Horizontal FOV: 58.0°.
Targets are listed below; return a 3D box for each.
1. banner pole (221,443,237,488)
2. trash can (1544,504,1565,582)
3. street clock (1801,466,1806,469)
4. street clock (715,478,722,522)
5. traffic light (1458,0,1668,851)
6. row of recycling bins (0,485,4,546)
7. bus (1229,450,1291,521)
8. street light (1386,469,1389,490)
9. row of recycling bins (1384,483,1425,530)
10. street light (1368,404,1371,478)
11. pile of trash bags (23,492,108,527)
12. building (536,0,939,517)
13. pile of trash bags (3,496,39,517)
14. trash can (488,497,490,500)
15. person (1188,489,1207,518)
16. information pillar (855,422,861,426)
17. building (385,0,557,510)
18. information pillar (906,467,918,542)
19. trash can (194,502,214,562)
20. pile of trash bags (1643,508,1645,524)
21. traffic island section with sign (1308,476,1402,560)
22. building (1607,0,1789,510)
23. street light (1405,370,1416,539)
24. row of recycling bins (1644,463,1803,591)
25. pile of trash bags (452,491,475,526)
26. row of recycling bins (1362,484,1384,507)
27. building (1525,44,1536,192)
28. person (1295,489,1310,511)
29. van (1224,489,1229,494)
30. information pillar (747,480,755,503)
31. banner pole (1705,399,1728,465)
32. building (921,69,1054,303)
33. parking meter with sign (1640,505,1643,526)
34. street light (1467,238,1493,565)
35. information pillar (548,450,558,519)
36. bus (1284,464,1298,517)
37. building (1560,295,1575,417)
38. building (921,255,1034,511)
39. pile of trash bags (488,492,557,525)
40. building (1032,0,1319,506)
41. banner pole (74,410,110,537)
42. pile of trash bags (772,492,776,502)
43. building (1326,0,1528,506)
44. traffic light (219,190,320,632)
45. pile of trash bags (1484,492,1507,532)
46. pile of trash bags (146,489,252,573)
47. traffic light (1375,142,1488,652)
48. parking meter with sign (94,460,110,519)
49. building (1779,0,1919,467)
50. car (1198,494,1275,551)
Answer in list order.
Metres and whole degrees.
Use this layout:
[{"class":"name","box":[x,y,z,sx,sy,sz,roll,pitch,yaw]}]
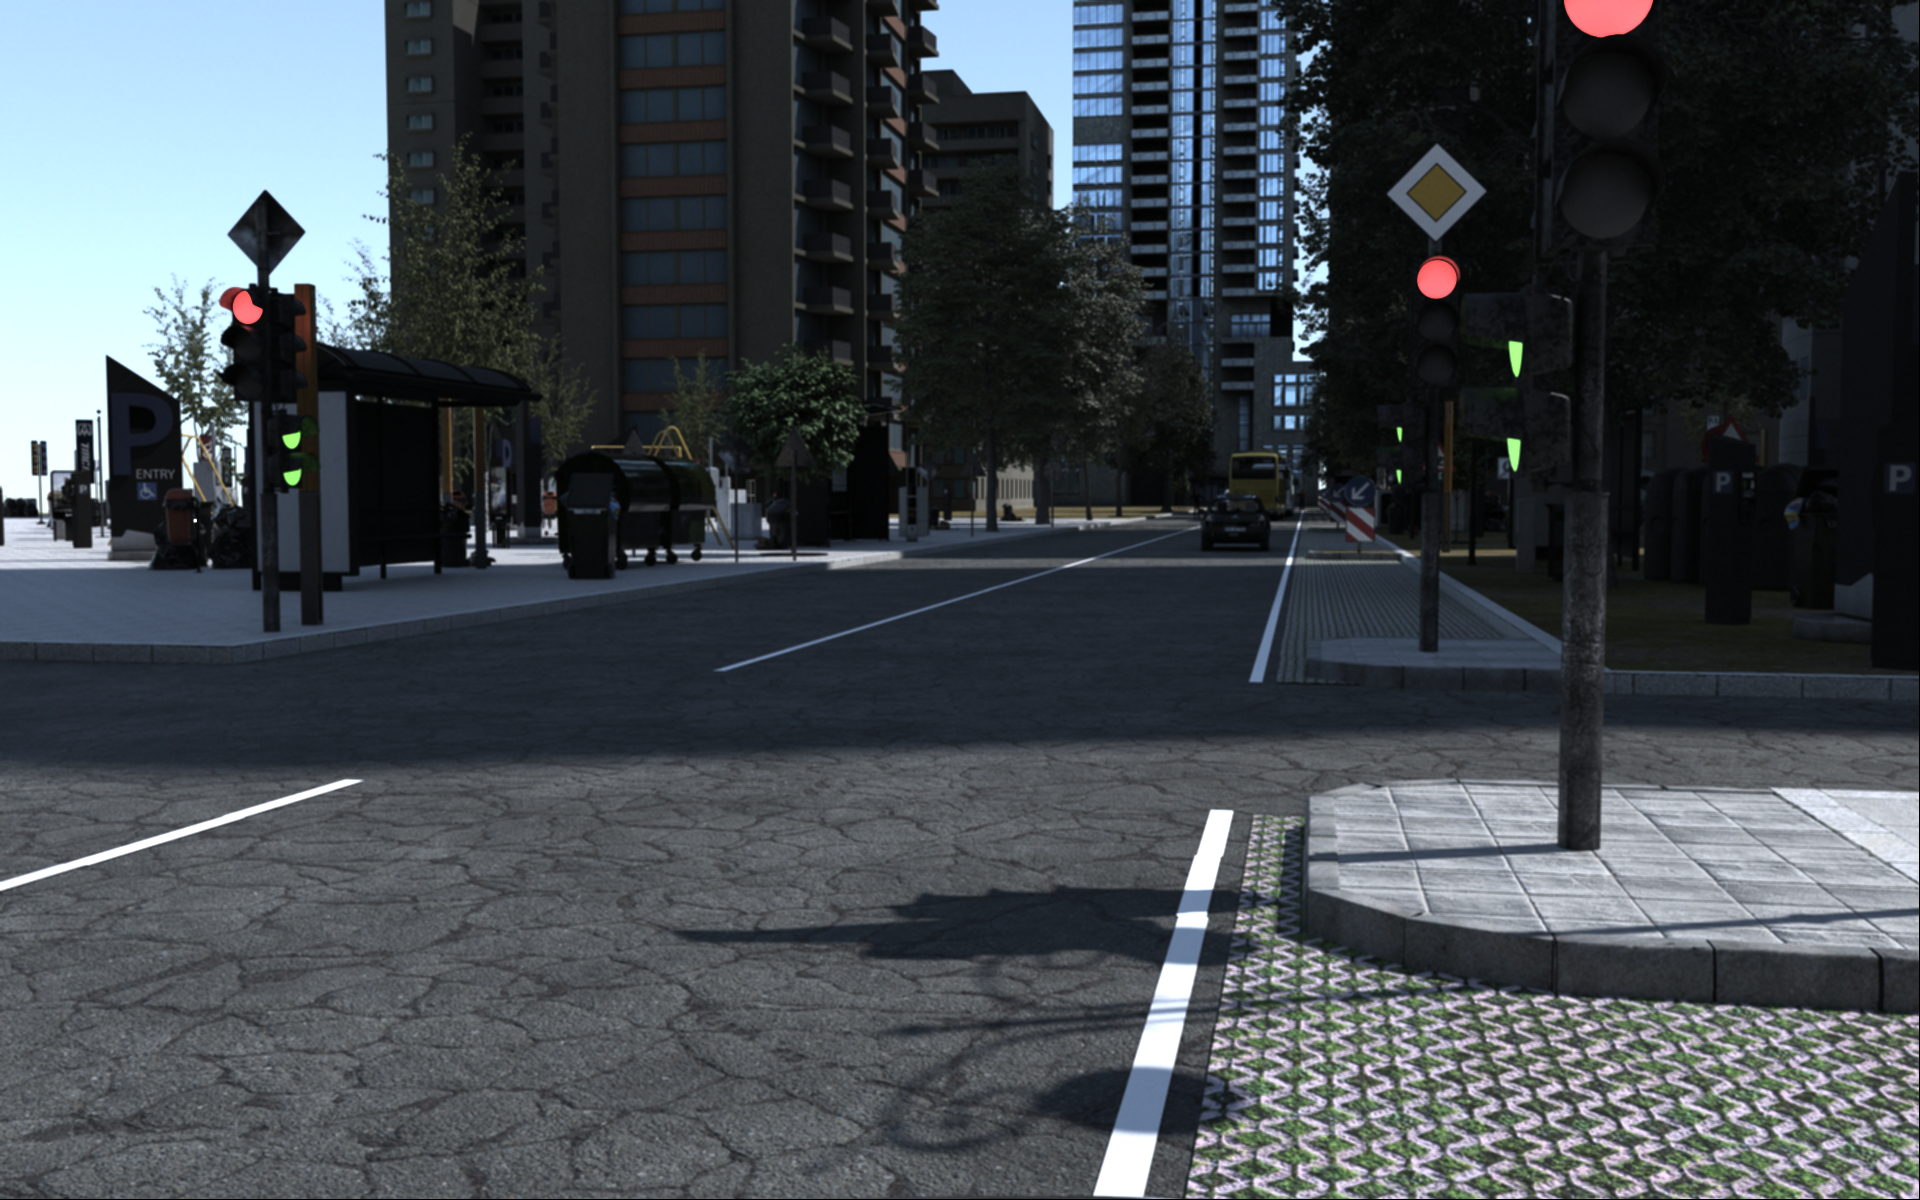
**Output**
[{"class":"banner pole","box":[-34.664,-5.646,82.330,0.863,3.779,0.401,-1,4,-11]},{"class":"trash can","box":[8.926,-0.837,25.332,0.748,1.137,0.748,0,3,0]},{"class":"street clock","box":[21.975,-2.478,45.078,0.358,2.002,0.471,2,4,32]},{"class":"street clock","box":[-11.051,-4.550,78.959,0.358,2.002,0.471,-2,4,-33]},{"class":"traffic light","box":[2.233,-1.056,6.187,0.839,4.253,0.868,1,4,11]},{"class":"row of recycling bins","box":[-24.795,-2.247,43.849,1.069,1.692,3.534,-2,4,-29]},{"class":"bus","box":[16.645,-6.393,96.073,2.896,3.916,12.252,1,4,13]},{"class":"street light","box":[16.842,-5.837,68.229,0.468,5.910,1.993,1,4,11]},{"class":"row of recycling bins","box":[16.781,-3.451,63.545,1.069,1.692,3.534,2,4,33]},{"class":"street light","box":[20.525,-6.975,86.837,0.468,5.910,1.993,1,4,11]},{"class":"pile of trash bags","box":[-34.400,-3.501,66.989,1.912,1.369,3.447,0,4,-7]},{"class":"building","box":[-13.645,-27.752,108.366,22.147,44.769,28.867,1,4,11]},{"class":"pile of trash bags","box":[-52.989,-5.259,95.739,1.912,1.369,3.447,3,5,43]},{"class":"trash can","box":[-21.544,-4.139,79.327,0.748,1.137,0.748,0,3,0]},{"class":"person","box":[14.001,-5.678,102.164,1.217,1.723,0.721,-1,4,-15]},{"class":"information pillar","box":[-3.009,-3.547,49.353,0.504,3.616,0.183,-1,4,-14]},{"class":"building","box":[-34.578,-32.209,150.314,21.600,48.544,21.300,1,4,11]},{"class":"information pillar","box":[-1.295,-2.583,46.719,0.304,2.012,0.304,0,4,-3]},{"class":"trash can","box":[-14.443,-1.285,32.664,0.748,1.137,0.748,0,3,0]},{"class":"pile of trash bags","box":[29.698,-3.960,74.499,3.447,1.369,1.912,1,4,15]},{"class":"traffic island section with sign","box":[8.703,-1.811,38.239,1.989,1.847,2.006,1,4,11]},{"class":"building","box":[46.747,-25.985,108.454,14.154,41.232,14.086,1,4,11]},{"class":"street light","box":[13.024,-4.704,49.700,0.468,5.910,1.993,1,4,11]},{"class":"row of recycling bins","box":[10.809,-1.064,24.506,1.069,1.692,3.534,0,4,-6]},{"class":"pile of trash bags","box":[-14.096,-2.053,43.324,3.447,1.369,1.912,-2,4,-24]},{"class":"row of recycling bins","box":[18.687,-3.971,72.036,3.534,1.692,1.069,2,4,30]},{"class":"building","box":[76.103,-36.733,189.828,27.495,52.752,28.713,1,4,11]},{"class":"person","box":[29.543,-8.634,149.628,1.348,1.831,0.705,1,4,10]},{"class":"van","box":[23.657,-8.774,150.463,2.013,2.044,4.112,1,4,10]},{"class":"information pillar","box":[-10.912,-5.254,90.397,0.304,2.012,0.304,3,4,36]},{"class":"banner pole","box":[20.123,-3.428,46.066,0.401,3.779,0.863,-1,4,-23]},{"class":"building","box":[-1.019,-35.368,201.963,21.600,48.544,21.300,1,4,11]},{"class":"parking meter with sign","box":[26.631,-4.498,69.806,1.738,3.016,0.543,3,5,42]},{"class":"street light","box":[9.248,-3.568,31.120,0.468,5.910,1.993,1,4,11]},{"class":"information pillar","box":[-20.668,-5.910,87.983,0.504,3.616,0.183,0,4,2]},{"class":"bus","box":[20.284,-7.163,111.967,2.948,3.499,13.247,1,4,12]},{"class":"building","box":[55.060,-28.990,128.605,22.147,44.769,28.867,1,4,11]},{"class":"building","box":[-10.293,-18.275,143.837,28.899,21.520,27.650,1,4,11]},{"class":"pile of trash bags","box":[-18.147,-3.719,70.564,3.447,1.369,1.912,-2,4,-26]},{"class":"building","box":[25.070,-53.976,195.171,31.000,86.520,22.319,1,4,11]},{"class":"banner pole","box":[-25.694,-3.746,51.266,0.863,3.779,0.401,-2,4,-25]},{"class":"pile of trash bags","box":[-5.250,-3.312,63.910,3.447,1.369,1.912,1,4,9]},{"class":"building","box":[51.034,-45.965,189.786,20.611,71.187,20.563,1,4,11]},{"class":"traffic light","box":[-6.407,-1.659,16.043,0.839,4.253,0.868,1,4,11]},{"class":"pile of trash bags","box":[18.800,-3.043,59.501,1.912,1.369,3.447,0,4,-7]},{"class":"pile of trash bags","box":[-12.977,-1.218,29.667,1.912,1.369,3.447,-1,4,-11]},{"class":"traffic light","box":[3.805,-1.535,14.017,0.839,4.253,0.868,1,4,11]},{"class":"parking meter with sign","box":[-43.497,-5.671,88.989,1.738,3.016,0.543,0,4,-6]},{"class":"building","box":[41.074,-31.700,60.302,21.231,58.520,28.212,1,4,11]},{"class":"car","box":[7.163,-2.149,44.917,2.009,1.686,4.222,1,4,10]}]
